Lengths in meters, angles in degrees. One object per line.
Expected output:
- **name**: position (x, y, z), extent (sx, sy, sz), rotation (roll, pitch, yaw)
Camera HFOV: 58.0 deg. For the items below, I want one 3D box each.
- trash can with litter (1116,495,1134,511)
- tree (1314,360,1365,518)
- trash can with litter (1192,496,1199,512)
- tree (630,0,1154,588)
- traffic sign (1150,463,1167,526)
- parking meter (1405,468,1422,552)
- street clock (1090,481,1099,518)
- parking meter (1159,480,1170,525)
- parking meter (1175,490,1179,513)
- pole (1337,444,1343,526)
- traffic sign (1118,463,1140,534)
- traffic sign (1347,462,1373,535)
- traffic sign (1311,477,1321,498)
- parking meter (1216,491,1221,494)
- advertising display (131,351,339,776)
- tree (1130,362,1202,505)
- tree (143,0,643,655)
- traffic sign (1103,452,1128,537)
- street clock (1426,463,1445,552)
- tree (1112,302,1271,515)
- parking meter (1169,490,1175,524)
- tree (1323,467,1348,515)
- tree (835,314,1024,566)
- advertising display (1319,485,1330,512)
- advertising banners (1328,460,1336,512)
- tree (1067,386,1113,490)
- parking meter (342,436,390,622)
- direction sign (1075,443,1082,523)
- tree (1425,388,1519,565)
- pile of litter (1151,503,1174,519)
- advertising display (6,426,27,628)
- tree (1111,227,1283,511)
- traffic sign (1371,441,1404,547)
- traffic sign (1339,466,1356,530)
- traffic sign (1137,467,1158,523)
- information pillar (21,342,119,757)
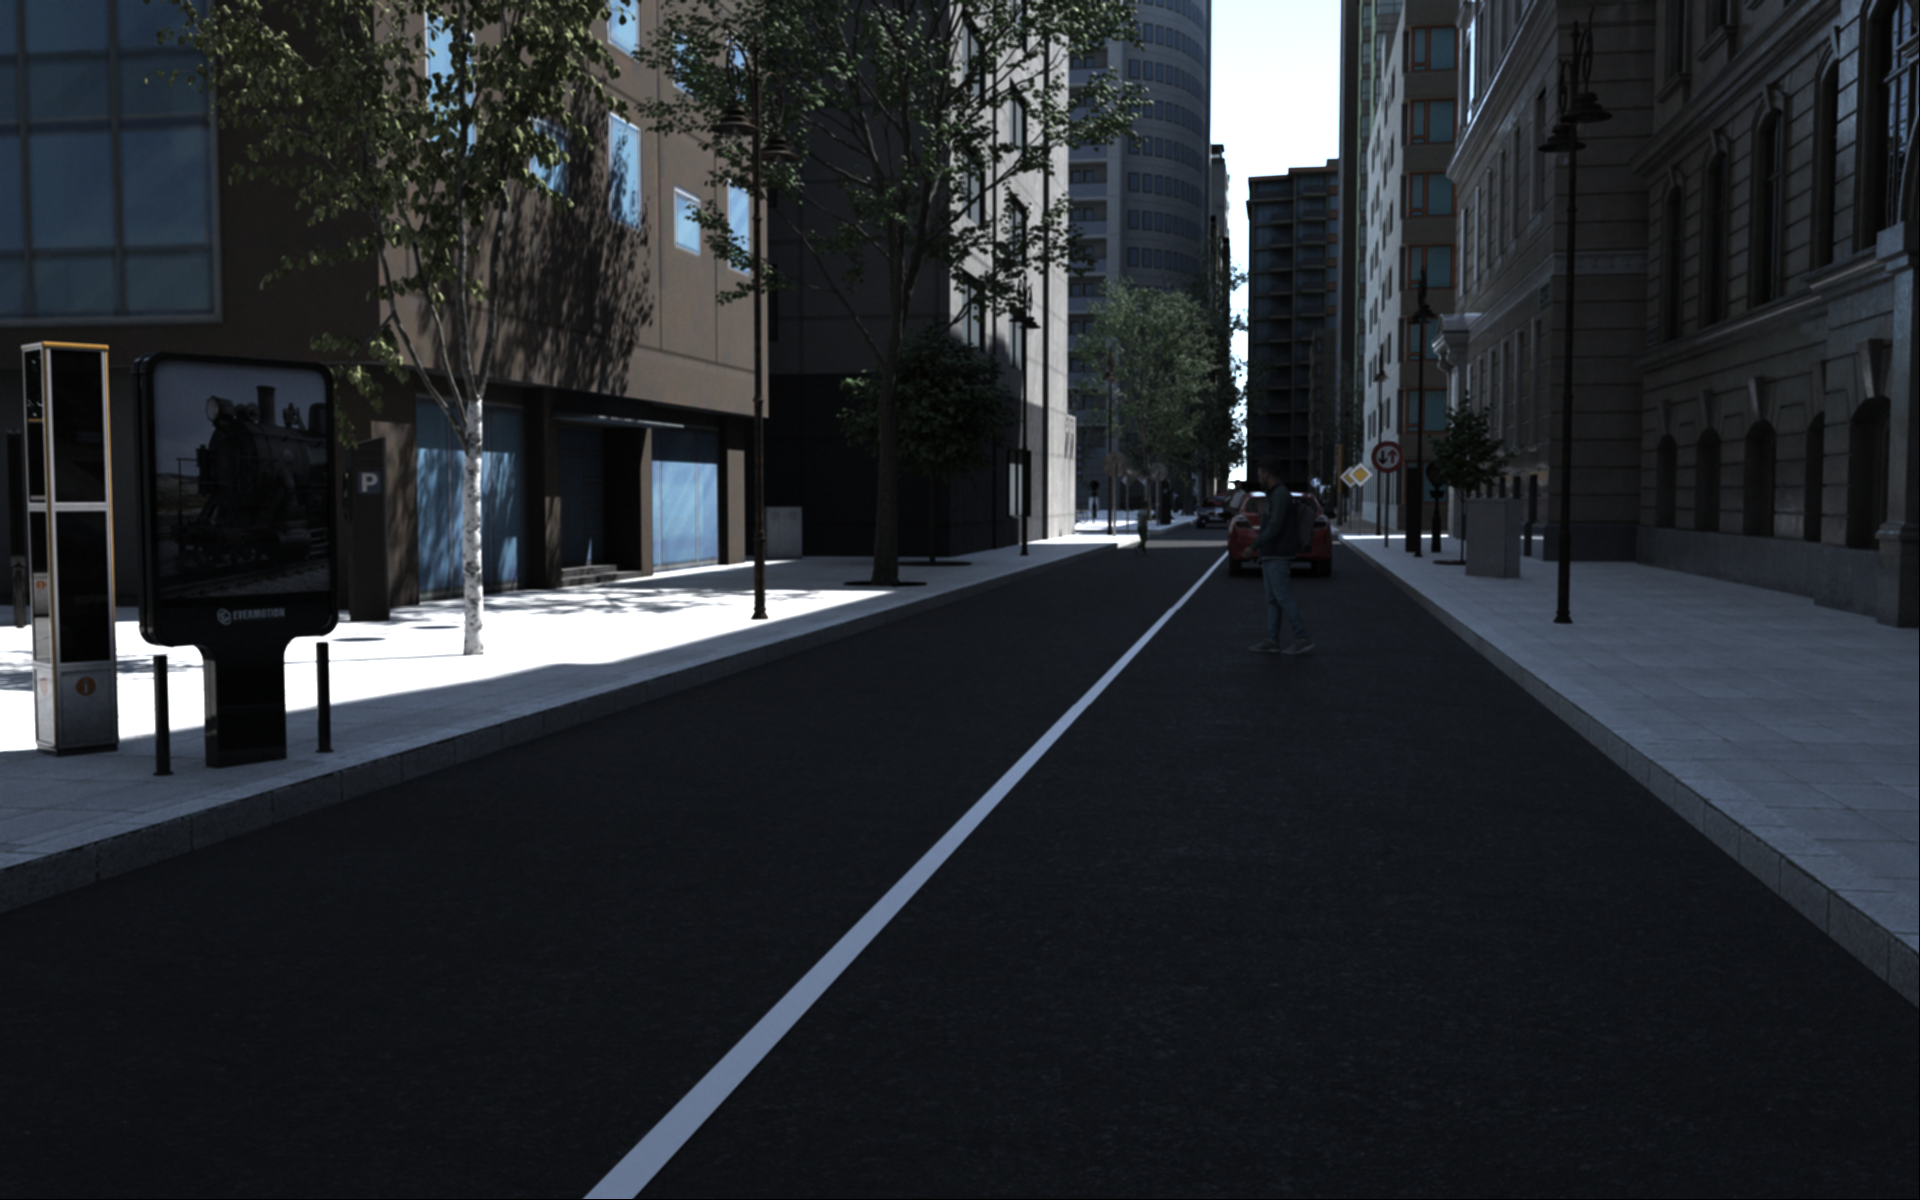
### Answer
- **trash can with litter**: position (12.008, -7.180, 128.458), extent (2.233, 1.210, 1.678), rotation (-1, 4, -23)
- **tree**: position (21.400, -8.797, 94.199), extent (4.360, 8.622, 3.978), rotation (0, 3, 0)
- **trash can with litter**: position (16.678, -6.932, 124.729), extent (1.055, 1.170, 0.624), rotation (-3, 5, -44)
- **tree**: position (-0.910, -6.003, 23.901), extent (9.928, 11.665, 9.643), rotation (0, 3, 0)
- **traffic sign**: position (7.985, -4.271, 69.939), extent (0.768, 2.556, 0.104), rotation (1, 4, 11)
- **parking meter**: position (10.061, -1.999, 38.389), extent (0.255, 1.863, 0.399), rotation (2, 4, 31)
- **street clock**: position (7.171, -5.374, 92.439), extent (0.471, 2.002, 0.358), rotation (2, 4, 25)
- **parking meter**: position (8.539, -4.074, 72.314), extent (0.399, 1.863, 0.255), rotation (-1, 4, -17)
- **parking meter**: position (14.814, -6.759, 118.916), extent (0.372, 1.533, 0.369), rotation (0, 3, 0)
- **pole**: position (15.452, -4.682, 70.393), extent (0.158, 3.312, 0.155), rotation (0, 3, 0)
- **traffic sign**: position (5.367, -3.166, 55.408), extent (0.795, 2.450, 0.064), rotation (1, 4, 11)
- **traffic sign**: position (12.485, -3.084, 54.063), extent (0.795, 2.450, 0.064), rotation (1, 4, 11)
- **traffic sign**: position (27.185, -8.084, 132.286), extent (0.768, 2.556, 0.104), rotation (1, 4, 11)
- **parking meter**: position (19.915, -7.658, 133.625), extent (0.372, 1.533, 0.369), rotation (0, 3, 0)
- **advertising display**: position (-3.406, -0.183, 8.212), extent (0.123, 1.923, 0.974), rotation (2, 4, 34)
- **tree**: position (11.429, -8.835, 94.816), extent (4.737, 8.622, 4.395), rotation (0, 3, 0)
- **tree**: position (-4.074, -3.875, 13.722), extent (4.737, 8.622, 4.395), rotation (0, 3, 0)
- **traffic sign**: position (4.653, -3.181, 52.123), extent (0.768, 2.556, 0.104), rotation (1, 4, 20)
- **street clock**: position (10.514, -2.056, 38.188), extent (0.471, 2.002, 0.358), rotation (1, 4, 22)
- **tree**: position (13.720, -11.418, 103.698), extent (9.611, 12.733, 9.660), rotation (0, 3, 0)
- **parking meter**: position (8.817, -4.005, 73.893), extent (0.372, 1.533, 0.369), rotation (0, 3, 0)
- **tree**: position (23.502, -6.866, 106.861), extent (1.663, 3.219, 1.824), rotation (0, 3, 0)
- **tree**: position (-0.424, -2.914, 31.366), extent (4.285, 4.588, 4.351), rotation (0, 3, 0)
- **advertising display**: position (25.843, -7.172, 122.471), extent (0.974, 1.923, 0.123), rotation (3, 5, 45)
- **advertising banners**: position (19.175, -5.693, 89.267), extent (0.090, 3.025, 2.074), rotation (1, 4, 21)
- **tree**: position (7.706, -10.062, 114.882), extent (4.360, 8.622, 3.978), rotation (0, 3, 0)
- **parking meter**: position (-5.988, -0.718, 17.454), extent (0.399, 1.863, 0.255), rotation (-2, 4, -31)
- **direction sign**: position (5.200, -5.246, 77.777), extent (0.379, 3.537, 0.876), rotation (-2, 4, -30)
- **tree**: position (9.331, -2.264, 31.626), extent (1.663, 3.219, 1.824), rotation (0, 3, 0)
- **pile of litter**: position (10.157, -4.529, 88.009), extent (1.176, 0.858, 1.719), rotation (-3, 4, -39)
- **advertising display**: position (-9.196, -0.714, 16.893), extent (0.123, 1.923, 0.974), rotation (-2, 4, -28)
- **tree**: position (16.963, -16.505, 125.751), extent (12.611, 20.169, 13.585), rotation (0, 3, 0)
- **traffic sign**: position (10.263, -2.538, 41.609), extent (0.768, 2.556, 0.104), rotation (1, 4, 15)
- **traffic sign**: position (13.950, -3.564, 61.913), extent (0.795, 2.450, 0.064), rotation (1, 4, 11)
- **traffic sign**: position (6.832, -3.646, 63.258), extent (0.795, 2.450, 0.064), rotation (1, 4, 11)
- **information pillar**: position (-4.407, -0.250, 8.586), extent (0.304, 2.012, 0.304), rotation (3, 5, 44)
